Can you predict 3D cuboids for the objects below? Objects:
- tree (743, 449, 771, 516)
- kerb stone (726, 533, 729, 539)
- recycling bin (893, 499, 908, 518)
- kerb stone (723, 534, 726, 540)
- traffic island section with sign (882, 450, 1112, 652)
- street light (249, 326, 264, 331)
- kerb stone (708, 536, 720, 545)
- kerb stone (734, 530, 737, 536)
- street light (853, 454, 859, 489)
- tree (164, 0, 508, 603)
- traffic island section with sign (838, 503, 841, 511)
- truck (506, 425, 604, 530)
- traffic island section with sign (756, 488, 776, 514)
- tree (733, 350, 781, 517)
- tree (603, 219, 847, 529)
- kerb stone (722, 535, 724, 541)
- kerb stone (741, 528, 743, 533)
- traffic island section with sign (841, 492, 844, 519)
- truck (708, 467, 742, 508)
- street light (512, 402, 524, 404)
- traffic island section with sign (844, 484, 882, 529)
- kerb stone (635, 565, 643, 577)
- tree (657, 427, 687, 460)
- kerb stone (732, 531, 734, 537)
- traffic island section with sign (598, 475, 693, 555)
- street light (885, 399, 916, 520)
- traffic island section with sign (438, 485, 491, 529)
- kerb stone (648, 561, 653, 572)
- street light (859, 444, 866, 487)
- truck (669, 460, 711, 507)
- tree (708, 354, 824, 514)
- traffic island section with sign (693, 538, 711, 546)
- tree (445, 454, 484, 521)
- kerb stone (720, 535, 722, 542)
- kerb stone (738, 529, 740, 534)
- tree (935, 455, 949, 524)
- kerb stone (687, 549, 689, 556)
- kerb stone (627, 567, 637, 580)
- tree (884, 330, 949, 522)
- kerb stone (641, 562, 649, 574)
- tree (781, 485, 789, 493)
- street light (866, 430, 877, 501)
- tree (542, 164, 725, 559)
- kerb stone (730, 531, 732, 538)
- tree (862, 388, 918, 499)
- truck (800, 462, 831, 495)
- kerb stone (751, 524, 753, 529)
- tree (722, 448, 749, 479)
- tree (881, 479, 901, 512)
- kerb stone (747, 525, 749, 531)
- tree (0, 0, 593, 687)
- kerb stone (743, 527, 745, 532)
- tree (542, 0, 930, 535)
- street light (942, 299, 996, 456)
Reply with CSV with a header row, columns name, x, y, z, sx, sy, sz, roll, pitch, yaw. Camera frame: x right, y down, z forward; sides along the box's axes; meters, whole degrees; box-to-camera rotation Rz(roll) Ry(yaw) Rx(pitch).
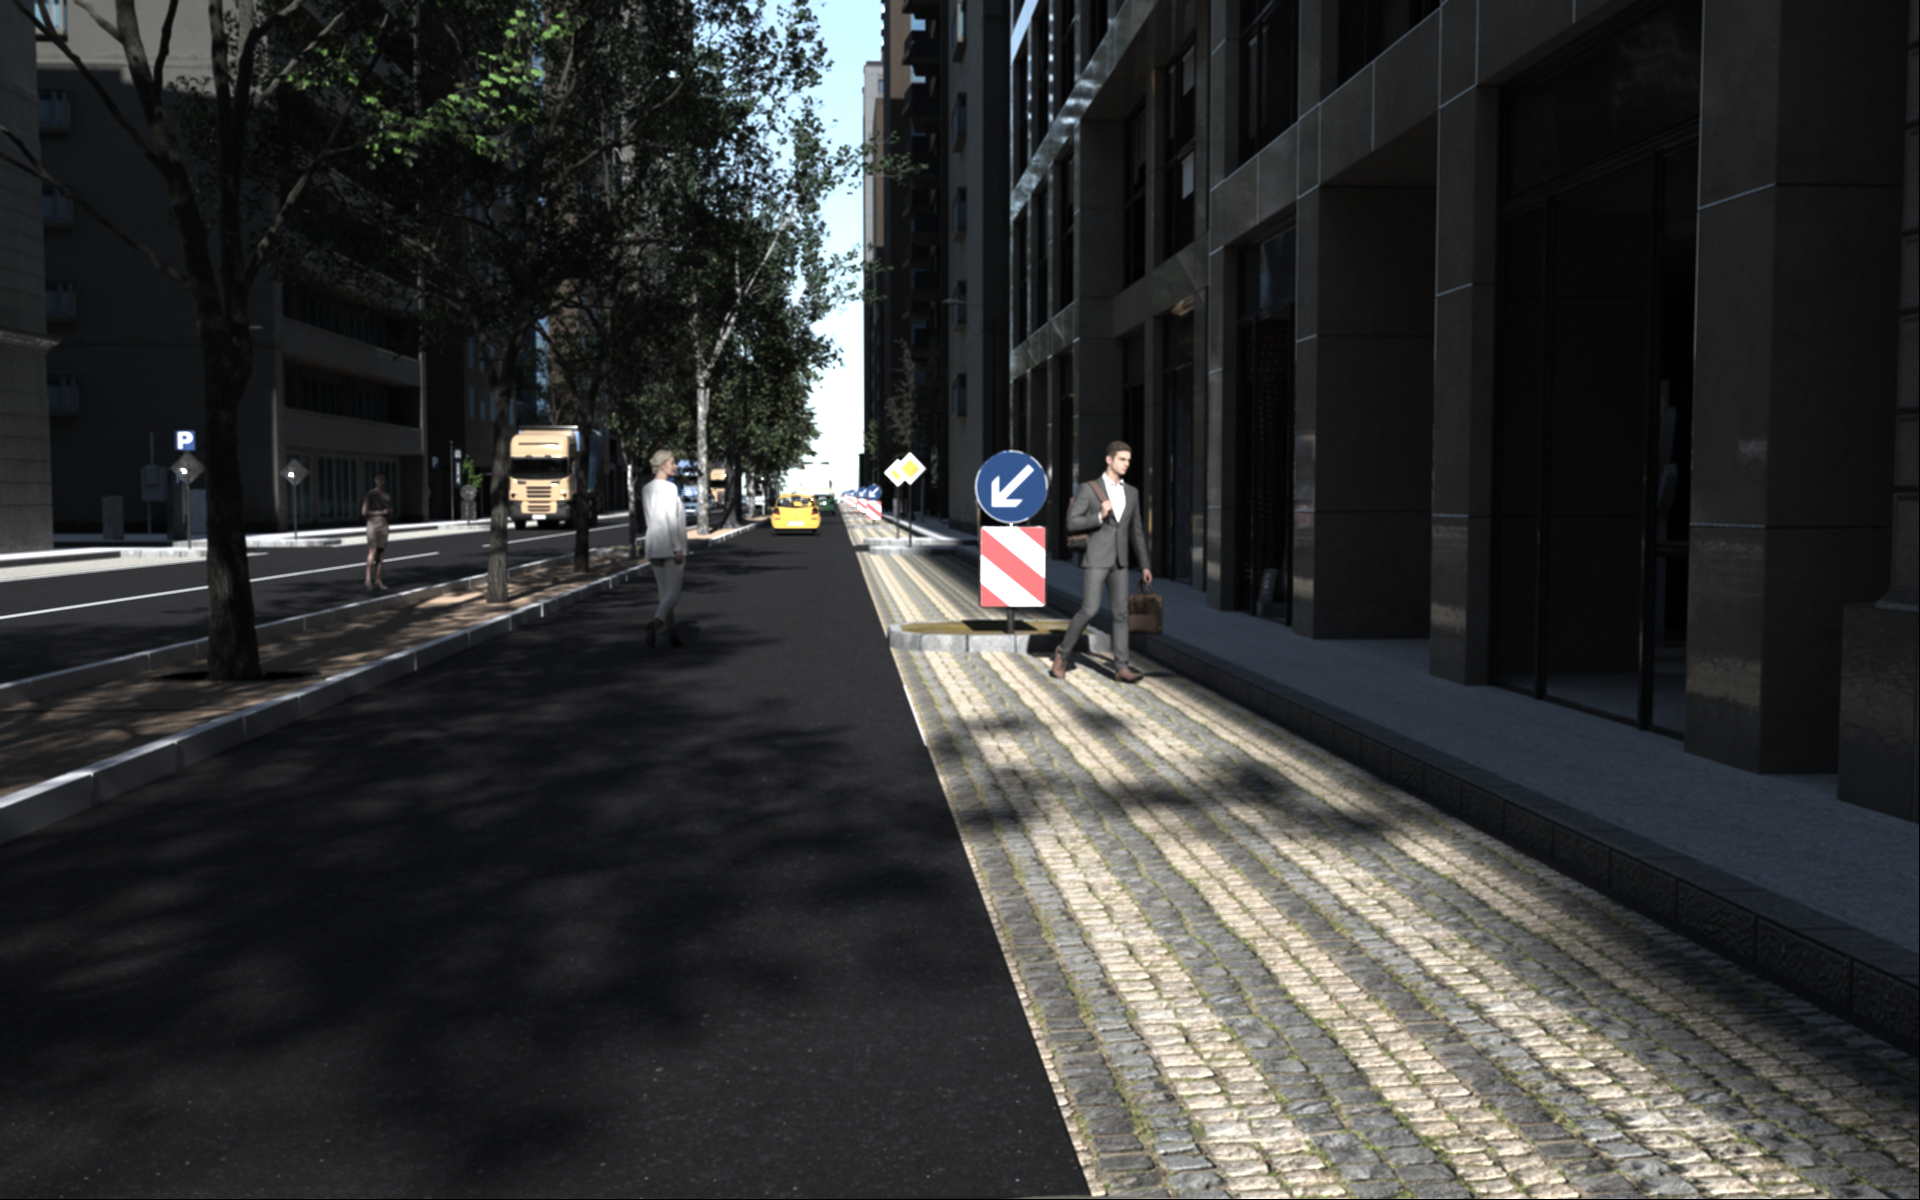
name,x,y,z,sx,sy,sz,roll,pitch,yaw
tree,-12.739,-9.880,114.358,4.737,8.622,4.395,0,3,0
kerb stone,-7.376,-1.944,53.979,0.120,0.150,1.000,0,4,-4
recycling bin,-3.273,-5.050,95.118,0.722,1.027,0.722,-1,4,-13
kerb stone,-7.313,-1.881,52.951,0.120,0.150,1.000,0,4,-4
traffic island section with sign,0.310,-0.483,16.520,1.989,1.847,2.006,0,4,-4
street light,-19.944,-4.617,48.022,1.470,5.913,1.316,0,4,-4
kerb stone,-7.086,-1.693,49.889,0.120,0.150,1.000,0,4,-4
kerb stone,-7.669,-2.195,58.084,0.120,0.150,1.000,0,4,-4
street light,-11.356,-13.962,200.819,1.470,5.913,1.316,0,4,-4
tree,-6.059,-5.208,22.020,8.767,10.594,7.601,0,4,-4
traffic island section with sign,-9.328,-8.604,149.297,1.989,1.847,2.006,0,4,-4
truck,-16.902,-5.128,72.759,2.839,4.237,11.283,0,4,-5
traffic island section with sign,-13.509,-7.066,123.672,2.006,1.907,1.989,0,4,-4
tree,-10.235,-7.645,77.820,4.360,8.622,3.978,0,3,0
tree,-9.438,-9.248,70.662,9.611,12.733,9.660,0,3,0
kerb stone,-7.233,-1.815,51.930,0.120,0.150,1.000,0,4,-4
kerb stone,-7.977,-2.440,62.183,0.120,0.150,1.000,0,4,-4
traffic island section with sign,-5.661,-5.516,98.821,1.989,1.847,2.006,0,4,-4
truck,-24.390,-11.706,180.302,2.839,4.237,11.283,0,4,-3
street light,-22.733,-7.035,87.567,1.470,5.913,1.316,0,4,-4
traffic island section with sign,-3.707,-3.872,71.936,1.989,1.847,2.006,0,4,-4
kerb stone,-5.635,-0.470,29.920,0.120,0.150,1.000,0,4,-4
tree,-31.744,-17.133,198.256,7.486,12.596,7.792,0,3,0
kerb stone,-7.606,-2.132,57.060,0.120,0.150,1.000,0,4,-4
traffic island section with sign,-7.536,-2.031,41.342,2.006,1.907,1.989,0,4,-4
street light,-2.869,-6.868,84.831,1.470,5.913,1.316,0,4,-4
traffic island section with sign,-20.201,-3.815,71.002,1.989,1.847,2.006,0,4,-4
kerb stone,-5.783,-0.595,31.961,0.120,0.150,1.000,0,4,-4
street light,-8.452,-11.572,161.738,1.470,5.913,1.316,0,4,-4
truck,-22.210,-9.361,142.812,2.967,4.110,18.799,0,4,-6
tree,-13.334,-12.235,120.624,7.486,12.596,7.792,0,3,0
traffic island section with sign,-8.062,-2.483,48.730,2.006,1.907,1.989,0,4,-4
tree,-23.856,-5.476,84.134,1.663,3.219,1.824,0,3,0
kerb stone,-7.165,-1.756,50.908,0.120,0.150,1.000,0,4,-4
kerb stone,-7.823,-2.316,60.135,0.120,0.150,1.000,0,4,-4
tree,-0.199,-4.913,74.929,1.663,3.219,1.824,0,3,0
kerb stone,-6.380,-1.094,40.144,0.120,0.150,1.000,0,4,-4
kerb stone,-5.556,-0.408,28.901,0.120,0.150,1.000,0,4,-4
tree,-1.670,-7.837,78.501,4.360,8.622,3.978,0,3,0
kerb stone,-5.709,-0.535,30.940,0.120,0.150,1.000,0,4,-4
tree,-12.309,-9.513,108.356,4.360,8.622,3.978,0,3,0
street light,-5.810,-9.292,124.463,1.470,5.913,1.316,0,4,-4
tree,-7.157,-5.182,37.553,4.360,8.622,3.978,0,3,0
kerb stone,-7.533,-2.069,56.030,0.120,0.150,1.000,0,4,-4
tree,-4.577,-10.331,119.280,4.737,8.622,4.395,0,3,0
truck,-13.034,-10.232,156.209,2.839,4.237,11.283,0,4,-5
kerb stone,-8.490,-2.884,69.345,0.120,0.150,1.000,0,4,-4
tree,-37.704,-22.759,282.477,12.009,13.543,11.850,0,3,0
tree,-4.928,-8.123,127.405,1.663,3.219,1.824,0,3,0
kerb stone,-8.274,-2.693,66.271,0.120,0.150,1.000,0,4,-4
tree,-5.722,-5.194,13.141,9.928,11.665,9.643,0,3,0
kerb stone,-8.042,-2.505,63.203,0.120,0.150,1.000,0,4,-4
tree,-7.728,-12.293,59.339,12.611,20.169,13.585,0,3,0
street light,0.275,-4.220,41.540,1.470,5.913,1.316,0,4,-4
